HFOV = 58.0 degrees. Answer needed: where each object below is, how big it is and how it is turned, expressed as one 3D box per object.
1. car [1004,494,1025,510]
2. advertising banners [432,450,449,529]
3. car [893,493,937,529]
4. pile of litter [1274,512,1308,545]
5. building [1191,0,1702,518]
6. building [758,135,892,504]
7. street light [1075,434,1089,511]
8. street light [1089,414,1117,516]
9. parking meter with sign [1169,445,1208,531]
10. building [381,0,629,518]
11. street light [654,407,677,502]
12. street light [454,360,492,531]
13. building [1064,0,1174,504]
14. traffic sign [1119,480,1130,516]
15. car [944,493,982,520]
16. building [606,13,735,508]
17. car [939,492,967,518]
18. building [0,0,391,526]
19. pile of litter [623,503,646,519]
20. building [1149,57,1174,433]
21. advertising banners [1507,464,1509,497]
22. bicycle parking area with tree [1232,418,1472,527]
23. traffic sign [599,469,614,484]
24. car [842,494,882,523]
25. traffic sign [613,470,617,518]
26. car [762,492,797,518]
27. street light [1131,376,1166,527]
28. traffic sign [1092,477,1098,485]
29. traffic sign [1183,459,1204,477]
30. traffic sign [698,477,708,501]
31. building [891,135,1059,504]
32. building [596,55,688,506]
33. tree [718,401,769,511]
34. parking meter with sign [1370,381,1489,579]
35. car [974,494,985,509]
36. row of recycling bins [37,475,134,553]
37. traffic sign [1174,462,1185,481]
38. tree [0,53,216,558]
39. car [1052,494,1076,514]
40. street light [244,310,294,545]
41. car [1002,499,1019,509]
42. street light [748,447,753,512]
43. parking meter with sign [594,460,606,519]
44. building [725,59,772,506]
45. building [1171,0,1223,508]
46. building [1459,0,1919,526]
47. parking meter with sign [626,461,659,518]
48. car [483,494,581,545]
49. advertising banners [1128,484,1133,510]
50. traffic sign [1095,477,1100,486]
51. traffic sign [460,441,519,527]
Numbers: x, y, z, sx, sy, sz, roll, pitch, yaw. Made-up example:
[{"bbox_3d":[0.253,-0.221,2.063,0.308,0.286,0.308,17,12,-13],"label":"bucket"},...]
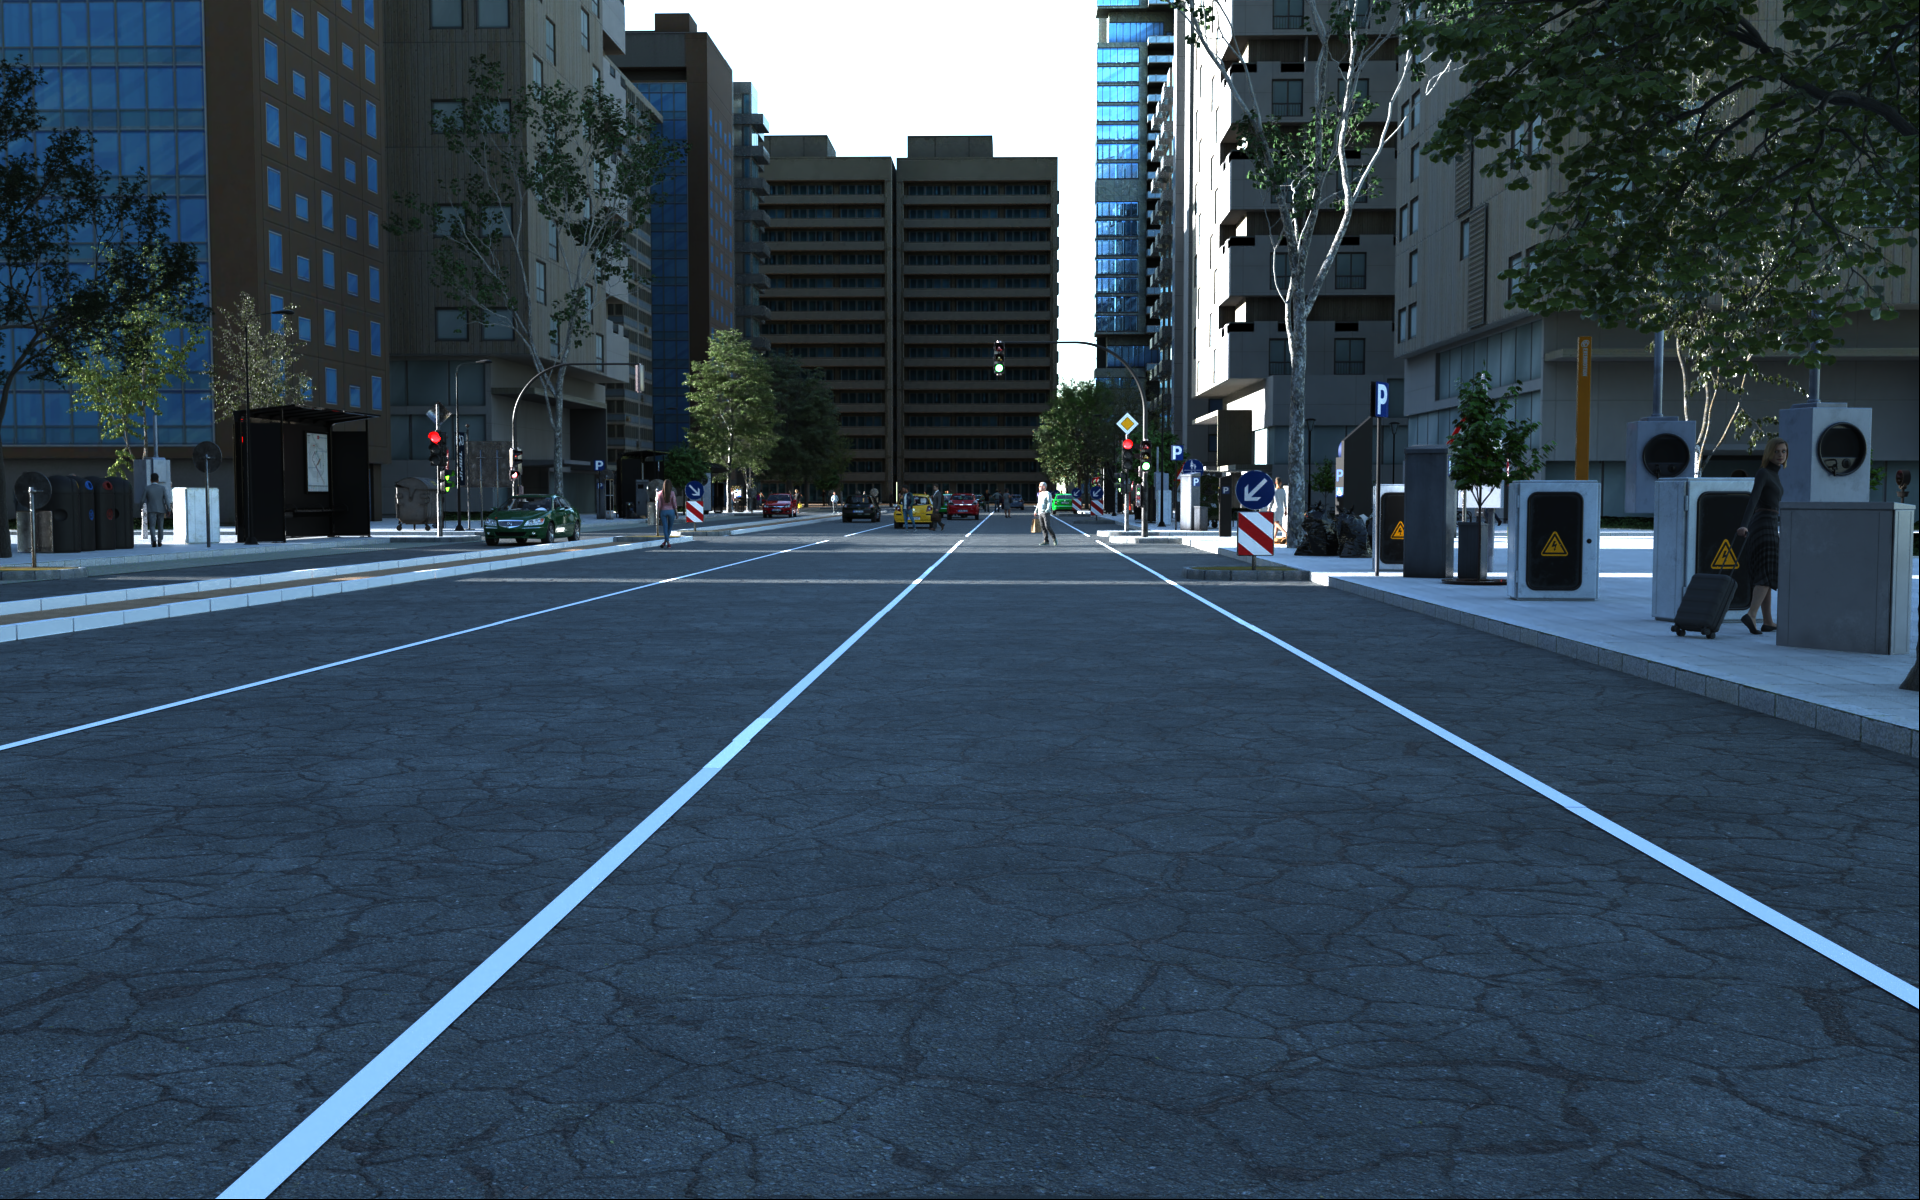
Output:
[{"bbox_3d":[4.880,-8.821,156.223,2.014,1.417,4.499,0,4,1],"label":"car"},{"bbox_3d":[-19.447,-4.199,64.841,0.090,3.025,2.074,-2,4,-33],"label":"advertising banners"},{"bbox_3d":[-1.857,-3.859,73.324,2.015,1.641,3.980,0,4,2],"label":"car"},{"bbox_3d":[8.468,-1.855,44.296,1.176,0.858,1.719,1,4,8],"label":"pile of litter"},{"bbox_3d":[30.868,-32.426,119.410,28.713,52.752,27.495,0,4,2],"label":"building"},{"bbox_3d":[-19.084,-37.494,236.726,21.600,48.544,21.300,0,4,2],"label":"building"},{"bbox_3d":[9.557,-9.866,133.843,1.470,5.913,1.316,0,4,2],"label":"street light"},{"bbox_3d":[8.462,-7.856,100.983,1.470,5.913,1.316,0,4,2],"label":"street light"},{"bbox_3d":[8.098,-3.958,60.970,0.543,3.016,1.738,-2,4,-29],"label":"parking meter with sign"},{"bbox_3d":[-35.683,-31.463,103.655,28.713,52.752,27.495,0,4,2],"label":"building"},{"bbox_3d":[-15.852,-7.364,92.943,1.470,5.913,1.316,0,4,2],"label":"street light"},{"bbox_3d":[-16.879,-5.354,60.081,1.470,5.913,1.316,0,4,2],"label":"street light"},{"bbox_3d":[29.868,-56.383,234.528,31.000,86.520,22.319,0,4,2],"label":"building"},{"bbox_3d":[9.499,-6.083,99.566,0.768,2.556,0.104,0,4,4],"label":"traffic sign"},{"bbox_3d":[0.179,-5.408,97.458,2.155,1.783,4.494,0,4,1],"label":"car"},{"bbox_3d":[-29.734,-31.570,166.273,14.600,45.320,14.200,0,4,2],"label":"building"},{"bbox_3d":[-0.496,-5.892,105.125,1.959,1.807,4.718,0,4,4],"label":"car"},{"bbox_3d":[-34.143,-25.941,74.244,14.600,45.320,14.200,0,4,2],"label":"building"},{"bbox_3d":[-16.919,-4.654,90.056,1.176,0.858,1.719,-1,4,-17],"label":"pile of litter"},{"bbox_3d":[32.216,-34.654,186.208,23.786,49.044,30.456,0,4,2],"label":"building"},{"bbox_3d":[18.912,-3.873,59.511,0.090,3.025,2.074,1,4,12],"label":"advertising banners"},{"bbox_3d":[15.377,-4.916,67.384,8.231,4.147,9.016,-2,4,-26],"label":"bicycle parking area with tree"},{"bbox_3d":[-17.947,-5.373,87.958,0.768,2.556,0.104,0,4,7],"label":"traffic sign"},{"bbox_3d":[-5.034,-4.825,88.676,2.009,1.686,4.222,0,4,2],"label":"car"},{"bbox_3d":[-18.772,-5.785,94.593,0.884,2.594,0.081,1,4,10],"label":"traffic sign"},{"bbox_3d":[-10.951,-5.896,105.441,2.155,1.783,4.494,0,3,0],"label":"car"},{"bbox_3d":[7.414,-5.846,68.122,1.470,5.913,1.316,0,4,2],"label":"street light"},{"bbox_3d":[10.358,-8.015,131.154,0.768,2.556,0.104,0,4,7],"label":"traffic sign"},{"bbox_3d":[8.501,-3.858,63.182,0.768,2.556,0.104,1,4,11],"label":"traffic sign"},{"bbox_3d":[-16.028,-6.573,107.575,0.768,2.556,0.104,1,4,10],"label":"traffic sign"},{"bbox_3d":[2.534,-37.508,236.956,21.600,48.544,21.300,0,4,2],"label":"building"},{"bbox_3d":[-39.747,-27.877,147.666,32.217,40.220,23.993,0,4,2],"label":"building"},{"bbox_3d":[-16.308,-11.071,131.369,4.360,8.622,3.978,0,3,0],"label":"tree"},{"bbox_3d":[7.203,-1.852,26.541,1.738,3.016,0.543,2,4,35],"label":"parking meter with sign"},{"bbox_3d":[1.543,-9.284,163.586,2.131,1.459,4.920,0,4,2],"label":"car"},{"bbox_3d":[-19.837,-1.965,39.249,1.069,1.692,3.534,0,4,-2],"label":"row of recycling bins"},{"bbox_3d":[9.084,-4.282,70.021,0.884,2.594,0.081,1,4,11],"label":"traffic sign"},{"bbox_3d":[-19.302,-6.147,34.915,8.767,10.594,7.601,-1,4,-12],"label":"tree"},{"bbox_3d":[7.468,-7.010,123.406,1.959,1.807,4.718,0,4,3],"label":"car"},{"bbox_3d":[-17.459,-4.358,43.790,1.470,5.913,1.316,0,4,2],"label":"street light"},{"bbox_3d":[5.022,-9.800,172.807,1.945,1.354,3.894,0,4,2],"label":"car"},{"bbox_3d":[-14.774,-9.423,126.605,1.470,5.913,1.316,0,4,2],"label":"street light"},{"bbox_3d":[-18.524,-5.701,89.468,0.543,3.016,1.738,0,4,-5],"label":"parking meter with sign"},{"bbox_3d":[-36.805,-34.996,191.789,30.456,49.044,23.786,0,4,2],"label":"building"},{"bbox_3d":[29.734,-37.536,155.719,21.231,58.520,28.212,0,4,2],"label":"building"},{"bbox_3d":[36.110,-29.974,79.309,27.495,52.752,28.713,0,4,2],"label":"building"},{"bbox_3d":[-16.771,-5.822,91.458,1.738,3.016,0.543,0,4,-2],"label":"parking meter with sign"},{"bbox_3d":[-12.243,-2.324,49.793,2.131,1.459,4.920,0,4,2],"label":"car"},{"bbox_3d":[12.446,-7.984,126.726,0.090,3.025,2.074,0,4,-6],"label":"advertising banners"},{"bbox_3d":[10.168,-7.650,125.180,0.768,2.556,0.104,0,4,4],"label":"traffic sign"},{"bbox_3d":[-18.075,-4.442,66.505,2.265,3.308,0.079,0,4,2],"label":"traffic sign"}]
